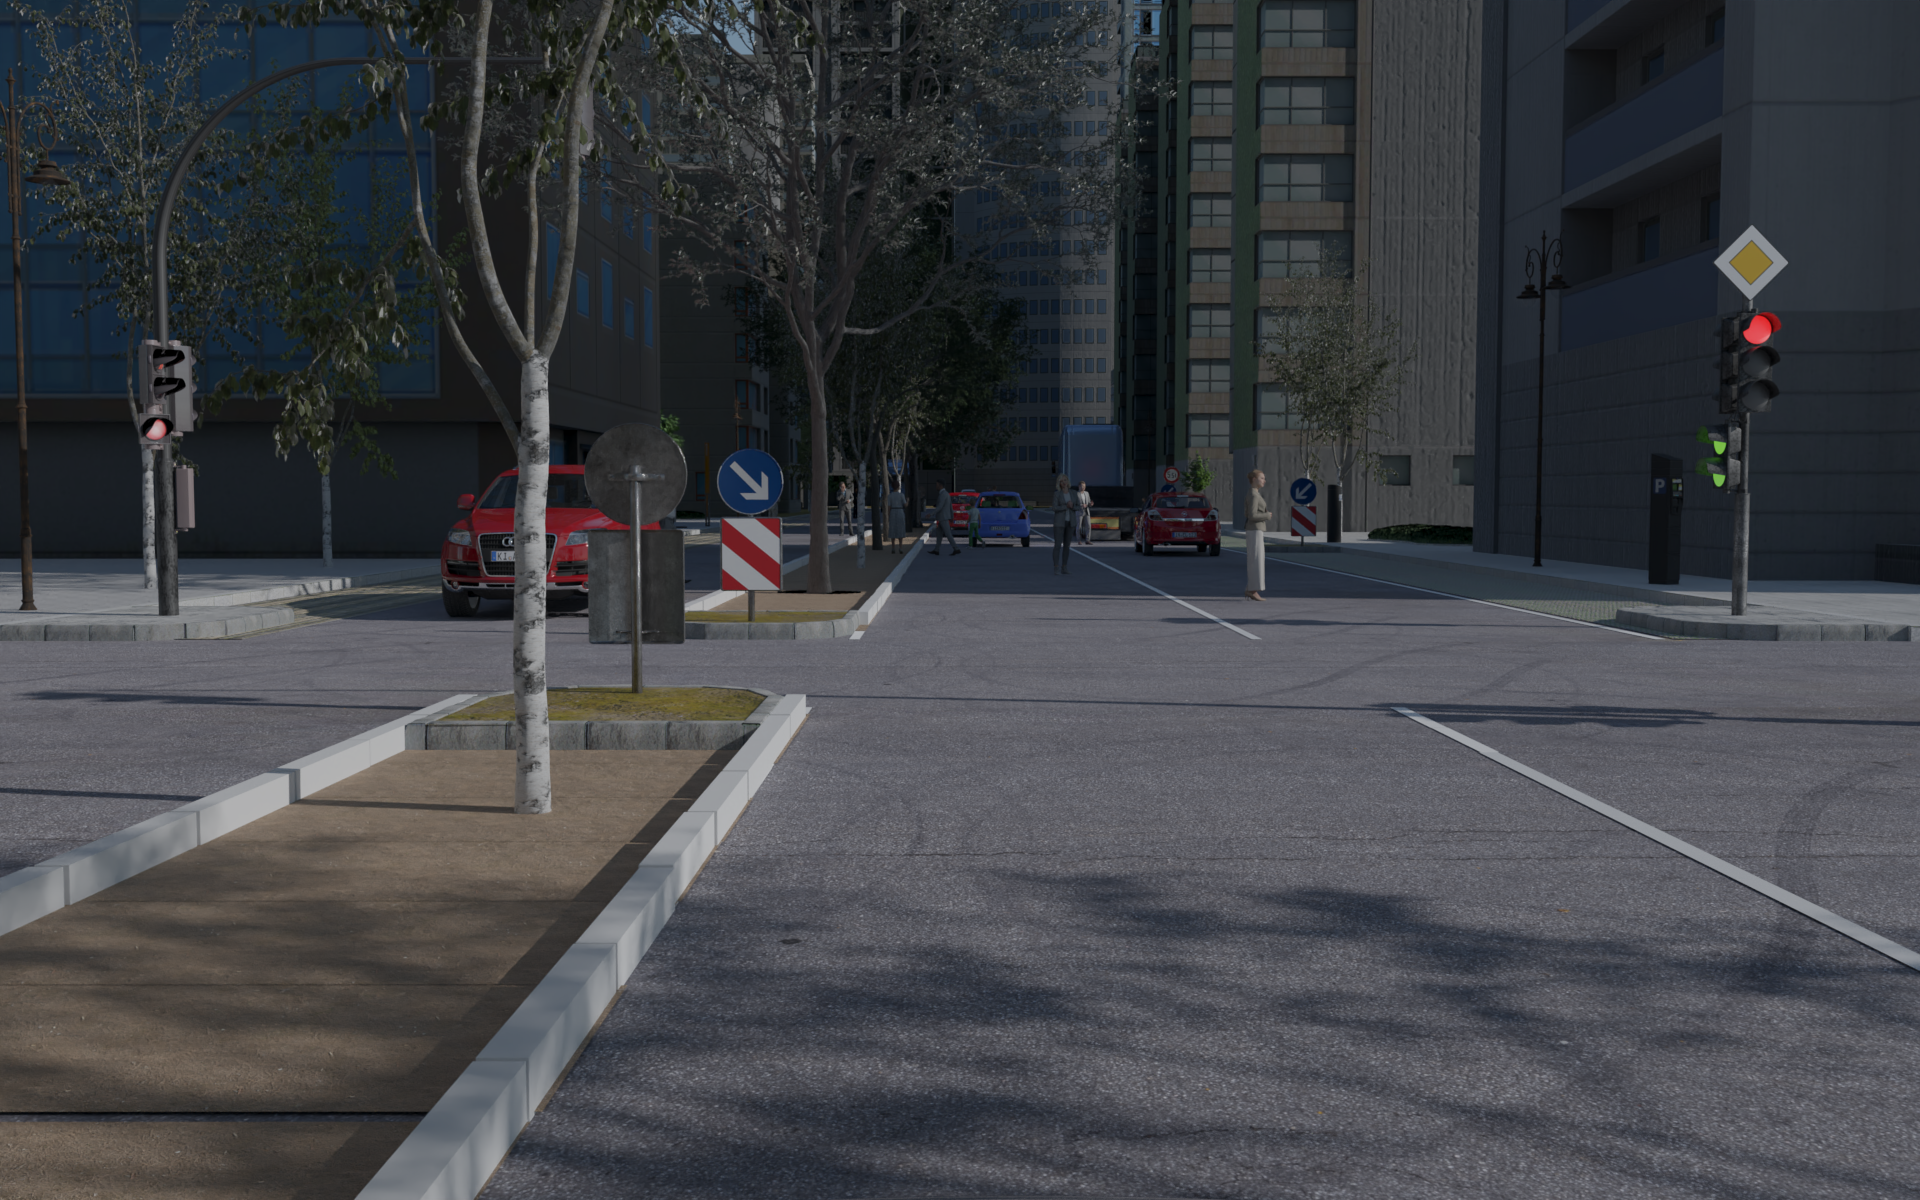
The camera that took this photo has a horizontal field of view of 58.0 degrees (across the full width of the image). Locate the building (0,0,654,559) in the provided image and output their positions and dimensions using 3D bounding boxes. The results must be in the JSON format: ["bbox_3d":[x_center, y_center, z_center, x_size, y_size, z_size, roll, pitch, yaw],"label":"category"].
[{"bbox_3d":[-15.172,-23.822,39.608,14.600,45.320,14.200,0,3,0],"label":"building"}]

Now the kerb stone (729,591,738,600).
[{"bbox_3d":[-3.160,-0.076,23.452,0.120,0.150,1.000,0,3,0],"label":"kerb stone"}]

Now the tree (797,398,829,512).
[{"bbox_3d":[-11.951,-11.252,134.335,4.737,8.622,4.395,0,3,0],"label":"tree"}]

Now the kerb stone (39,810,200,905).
[{"bbox_3d":[-3.142,0.962,6.493,0.120,0.150,1.000,0,3,0],"label":"kerb stone"}]

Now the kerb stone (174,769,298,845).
[{"bbox_3d":[-3.138,0.899,7.515,0.120,0.150,1.000,0,3,0],"label":"kerb stone"}]

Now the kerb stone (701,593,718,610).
[{"bbox_3d":[-3.154,0.050,21.403,0.120,0.150,1.000,0,3,0],"label":"kerb stone"}]

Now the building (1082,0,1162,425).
[{"bbox_3d":[22.403,-51.273,150.979,22.319,86.520,31.000,0,3,0],"label":"building"}]

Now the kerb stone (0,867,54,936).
[{"bbox_3d":[-3.149,1.025,5.471,0.120,0.150,1.000,0,3,0],"label":"kerb stone"}]

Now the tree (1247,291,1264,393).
[{"bbox_3d":[11.205,-6.374,54.577,4.360,8.622,3.978,0,3,0],"label":"tree"}]

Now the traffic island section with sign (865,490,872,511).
[{"bbox_3d":[-8.162,-8.481,147.291,1.989,1.847,2.006,0,3,0],"label":"traffic island section with sign"}]

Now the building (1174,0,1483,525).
[{"bbox_3d":[17.578,-24.605,85.894,14.154,41.232,14.086,0,3,0],"label":"building"}]

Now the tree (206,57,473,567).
[{"bbox_3d":[-10.862,-4.878,30.115,4.737,8.622,4.395,0,3,0],"label":"tree"}]

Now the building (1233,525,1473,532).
[{"bbox_3d":[16.994,-23.257,63.850,14.154,41.232,14.086,0,3,0],"label":"building"}]

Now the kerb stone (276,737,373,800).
[{"bbox_3d":[-3.139,0.835,8.537,0.120,0.150,1.000,0,3,0],"label":"kerb stone"}]

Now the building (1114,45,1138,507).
[{"bbox_3d":[17.969,-21.025,115.461,14.160,30.474,14.107,0,3,0],"label":"building"}]

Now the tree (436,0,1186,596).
[{"bbox_3d":[-1.988,-6.816,24.263,12.009,13.543,11.850,0,3,0],"label":"tree"}]

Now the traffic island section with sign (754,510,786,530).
[{"bbox_3d":[-8.097,-3.761,70.117,1.989,1.847,2.006,0,3,0],"label":"traffic island section with sign"}]

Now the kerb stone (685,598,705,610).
[{"bbox_3d":[-3.162,0.114,20.381,0.120,0.150,1.000,0,3,0],"label":"kerb stone"}]

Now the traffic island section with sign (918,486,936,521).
[{"bbox_3d":[-2.160,-5.197,93.109,2.006,1.907,1.989,0,3,0],"label":"traffic island section with sign"}]

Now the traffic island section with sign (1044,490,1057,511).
[{"bbox_3d":[8.174,-8.465,147.028,1.989,1.847,2.006,0,3,0],"label":"traffic island section with sign"}]

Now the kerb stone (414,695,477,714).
[{"bbox_3d":[-3.147,0.710,10.584,0.120,0.150,1.000,0,3,0],"label":"kerb stone"}]

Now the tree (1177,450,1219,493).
[{"bbox_3d":[10.275,-4.962,75.733,1.663,3.219,1.824,0,3,0],"label":"tree"}]

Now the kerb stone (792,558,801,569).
[{"bbox_3d":[-3.164,-0.643,32.706,0.120,0.150,1.000,0,3,0],"label":"kerb stone"}]

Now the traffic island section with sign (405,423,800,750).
[{"bbox_3d":[-2.093,-0.148,10.563,2.006,1.907,1.989,0,3,0],"label":"traffic island section with sign"}]

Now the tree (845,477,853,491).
[{"bbox_3d":[-10.488,-9.909,156.613,1.663,3.219,1.824,0,3,0],"label":"tree"}]

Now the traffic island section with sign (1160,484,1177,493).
[{"bbox_3d":[8.215,-3.746,69.872,1.989,1.847,2.006,0,3,0],"label":"traffic island section with sign"}]

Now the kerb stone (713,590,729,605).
[{"bbox_3d":[-3.156,-0.014,22.425,0.120,0.150,1.000,0,3,0],"label":"kerb stone"}]

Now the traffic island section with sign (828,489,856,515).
[{"bbox_3d":[-8.142,-6.832,120.336,1.989,1.847,2.006,0,3,0],"label":"traffic island section with sign"}]

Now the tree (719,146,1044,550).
[{"bbox_3d":[-2.073,-6.555,44.045,8.767,10.594,7.601,0,3,0],"label":"tree"}]

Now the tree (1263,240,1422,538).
[{"bbox_3d":[11.076,-6.097,50.054,4.360,8.622,3.978,0,3,0],"label":"tree"}]

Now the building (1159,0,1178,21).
[{"bbox_3d":[18.346,-20.164,101.380,14.160,30.474,14.107,0,3,0],"label":"building"}]

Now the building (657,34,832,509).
[{"bbox_3d":[-23.666,-28.160,152.295,23.993,40.220,32.217,0,3,0],"label":"building"}]

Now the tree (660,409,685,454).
[{"bbox_3d":[-10.937,-4.629,59.391,4.285,4.588,4.351,0,3,0],"label":"tree"}]

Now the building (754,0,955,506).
[{"bbox_3d":[-10.896,-45.803,187.126,20.611,71.187,20.563,0,3,0],"label":"building"}]

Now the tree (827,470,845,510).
[{"bbox_3d":[-10.480,-8.864,139.529,1.663,3.219,1.824,0,3,0],"label":"tree"}]

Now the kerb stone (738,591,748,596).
[{"bbox_3d":[-3.151,-0.140,24.478,0.120,0.150,1.000,0,3,0],"label":"kerb stone"}]

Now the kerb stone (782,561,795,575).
[{"bbox_3d":[-3.164,-0.580,31.672,0.120,0.150,1.000,0,3,0],"label":"kerb stone"}]

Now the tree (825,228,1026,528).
[{"bbox_3d":[-1.961,-9.398,73.123,9.611,12.733,9.660,0,3,0],"label":"tree"}]

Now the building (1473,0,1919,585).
[{"bbox_3d":[25.535,-29.746,28.348,28.212,58.520,21.231,0,3,0],"label":"building"}]

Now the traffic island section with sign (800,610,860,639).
[{"bbox_3d":[-2.090,-0.601,17.971,2.006,1.907,1.989,0,3,0],"label":"traffic island section with sign"}]

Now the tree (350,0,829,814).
[{"bbox_3d":[-1.932,-3.359,7.746,4.360,8.622,3.978,0,3,0],"label":"tree"}]

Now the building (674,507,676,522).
[{"bbox_3d":[-23.278,-38.830,73.126,20.563,71.187,20.611,0,3,0],"label":"building"}]

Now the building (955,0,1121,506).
[{"bbox_3d":[13.516,-39.479,187.479,28.212,58.520,21.231,0,3,0],"label":"building"}]

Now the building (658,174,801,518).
[{"bbox_3d":[-25.133,-16.098,108.242,27.650,21.520,28.899,0,3,0],"label":"building"}]

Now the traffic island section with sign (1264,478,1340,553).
[{"bbox_3d":[8.248,-2.097,42.917,1.989,1.847,2.006,0,3,0],"label":"traffic island section with sign"}]

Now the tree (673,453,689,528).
[{"bbox_3d":[-10.811,-4.350,65.724,1.663,3.219,1.824,0,3,0],"label":"tree"}]

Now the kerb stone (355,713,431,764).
[{"bbox_3d":[-3.147,0.775,9.562,0.120,0.150,1.000,0,3,0],"label":"kerb stone"}]
